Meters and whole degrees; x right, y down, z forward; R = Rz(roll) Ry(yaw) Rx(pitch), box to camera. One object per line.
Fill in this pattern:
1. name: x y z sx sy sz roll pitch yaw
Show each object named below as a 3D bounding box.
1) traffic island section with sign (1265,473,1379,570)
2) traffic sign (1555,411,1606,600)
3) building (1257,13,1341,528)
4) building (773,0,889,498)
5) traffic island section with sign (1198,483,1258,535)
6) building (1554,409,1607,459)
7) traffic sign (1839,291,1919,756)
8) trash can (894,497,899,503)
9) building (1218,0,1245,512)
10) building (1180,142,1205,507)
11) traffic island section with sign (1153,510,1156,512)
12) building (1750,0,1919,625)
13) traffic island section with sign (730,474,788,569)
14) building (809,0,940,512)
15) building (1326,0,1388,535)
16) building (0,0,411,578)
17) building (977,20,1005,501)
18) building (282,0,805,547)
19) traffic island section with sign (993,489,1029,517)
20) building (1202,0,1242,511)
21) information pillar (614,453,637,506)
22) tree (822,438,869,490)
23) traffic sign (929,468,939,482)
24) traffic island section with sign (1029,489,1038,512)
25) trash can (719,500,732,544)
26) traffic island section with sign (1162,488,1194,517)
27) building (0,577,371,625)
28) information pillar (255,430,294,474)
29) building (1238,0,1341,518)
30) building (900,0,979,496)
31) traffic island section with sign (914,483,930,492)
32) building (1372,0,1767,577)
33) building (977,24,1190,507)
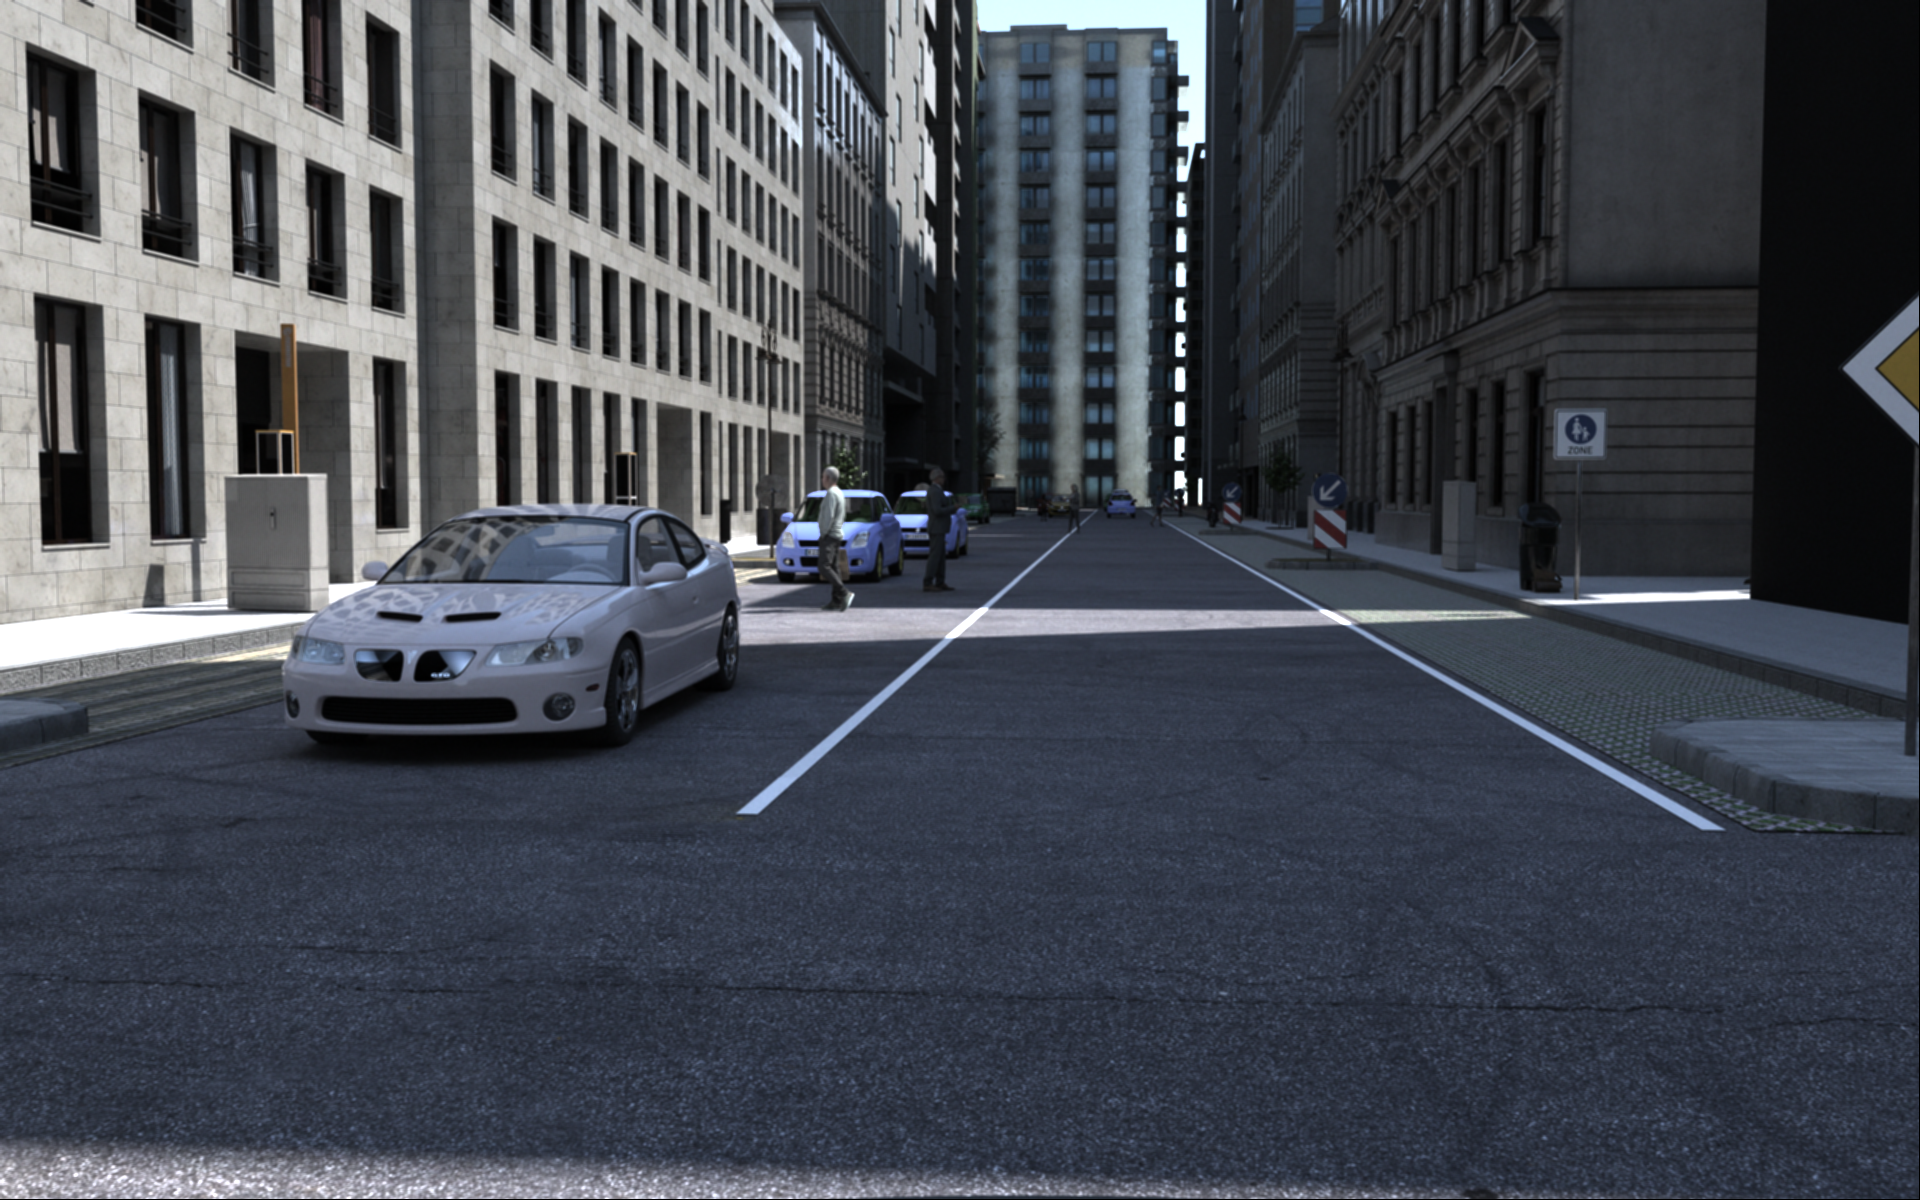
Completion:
1. traffic island section with sign: 6.923 -1.514 33.384 1.989 1.847 2.006 0 4 5
2. traffic sign: 7.449 -1.146 20.865 0.606 2.300 0.079 0 4 8
3. building: 18.238 -13.732 73.667 9.793 20.994 18.267 0 4 5
4. building: -8.930 -13.550 70.691 9.793 20.994 18.267 0 4 5
5. traffic island section with sign: 9.389 -3.191 60.807 1.989 1.847 2.006 0 4 5
6. building: 56.884 -22.978 147.398 14.107 30.474 14.160 0 4 5
7. traffic sign: 4.661 -0.293 8.438 0.795 2.450 0.064 0 4 5
8. trash can: -2.804 -4.390 83.423 0.748 1.137 0.748 0 3 0
9. building: 29.448 -30.156 112.664 23.786 49.044 30.456 0 4 5
10. building: 35.612 -29.957 181.684 23.993 40.220 32.217 0 4 5
11. traffic island section with sign: 16.266 -7.864 137.207 1.989 1.847 2.006 0 4 5
12. building: 17.004 -11.254 13.688 15.834 23.373 12.332 0 4 5
13. traffic island section with sign: -3.735 -1.550 33.975 1.989 1.847 2.006 0 4 5
14. building: -15.815 -31.158 98.677 28.713 52.752 27.495 0 4 5
15. building: 17.907 -13.787 54.302 11.050 23.489 19.941 0 4 5
16. building: -12.057 -11.072 35.774 10.420 20.320 16.860 0 4 5
17. building: -11.203 -30.292 149.894 28.867 44.769 22.147 0 4 5
18. building: -11.393 -12.101 52.610 10.420 20.320 16.860 0 4 5
19. traffic island section with sign: 3.184 -6.250 110.821 1.989 1.847 2.006 0 4 5
20. building: 30.617 -36.691 141.892 21.231 58.520 28.212 0 4 5
21. information pillar: -5.970 -1.619 30.962 0.304 2.012 0.304 1 4 13
22. tree: -3.907 -3.969 59.496 1.663 3.219 1.824 0 3 0
23. traffic sign: -1.174 -5.174 84.706 0.768 2.556 0.104 1 4 14
24. traffic island section with sign: 5.590 -7.892 137.669 1.989 1.847 2.006 0 4 5
25. trash can: -6.276 -2.044 45.072 0.748 1.137 0.748 0 3 0
26. traffic island section with sign: 13.810 -6.197 109.945 1.989 1.847 2.006 0 4 5
27. building: -14.352 -10.051 19.083 10.420 20.320 16.860 0 4 5
28. information pillar: -7.927 -0.954 20.090 0.304 2.012 0.304 1 4 9
29. building: 22.206 -26.934 90.484 14.600 45.320 14.200 0 4 5
30. building: -6.286 -26.631 119.010 14.154 41.232 14.086 0 4 5
31. traffic island section with sign: -1.289 -3.207 61.063 1.989 1.847 2.006 0 4 5
32. building: 14.681 -10.425 35.069 10.561 19.102 19.286 0 4 5
33. building: 8.120 -34.253 179.651 30.456 49.044 23.786 0 4 5
